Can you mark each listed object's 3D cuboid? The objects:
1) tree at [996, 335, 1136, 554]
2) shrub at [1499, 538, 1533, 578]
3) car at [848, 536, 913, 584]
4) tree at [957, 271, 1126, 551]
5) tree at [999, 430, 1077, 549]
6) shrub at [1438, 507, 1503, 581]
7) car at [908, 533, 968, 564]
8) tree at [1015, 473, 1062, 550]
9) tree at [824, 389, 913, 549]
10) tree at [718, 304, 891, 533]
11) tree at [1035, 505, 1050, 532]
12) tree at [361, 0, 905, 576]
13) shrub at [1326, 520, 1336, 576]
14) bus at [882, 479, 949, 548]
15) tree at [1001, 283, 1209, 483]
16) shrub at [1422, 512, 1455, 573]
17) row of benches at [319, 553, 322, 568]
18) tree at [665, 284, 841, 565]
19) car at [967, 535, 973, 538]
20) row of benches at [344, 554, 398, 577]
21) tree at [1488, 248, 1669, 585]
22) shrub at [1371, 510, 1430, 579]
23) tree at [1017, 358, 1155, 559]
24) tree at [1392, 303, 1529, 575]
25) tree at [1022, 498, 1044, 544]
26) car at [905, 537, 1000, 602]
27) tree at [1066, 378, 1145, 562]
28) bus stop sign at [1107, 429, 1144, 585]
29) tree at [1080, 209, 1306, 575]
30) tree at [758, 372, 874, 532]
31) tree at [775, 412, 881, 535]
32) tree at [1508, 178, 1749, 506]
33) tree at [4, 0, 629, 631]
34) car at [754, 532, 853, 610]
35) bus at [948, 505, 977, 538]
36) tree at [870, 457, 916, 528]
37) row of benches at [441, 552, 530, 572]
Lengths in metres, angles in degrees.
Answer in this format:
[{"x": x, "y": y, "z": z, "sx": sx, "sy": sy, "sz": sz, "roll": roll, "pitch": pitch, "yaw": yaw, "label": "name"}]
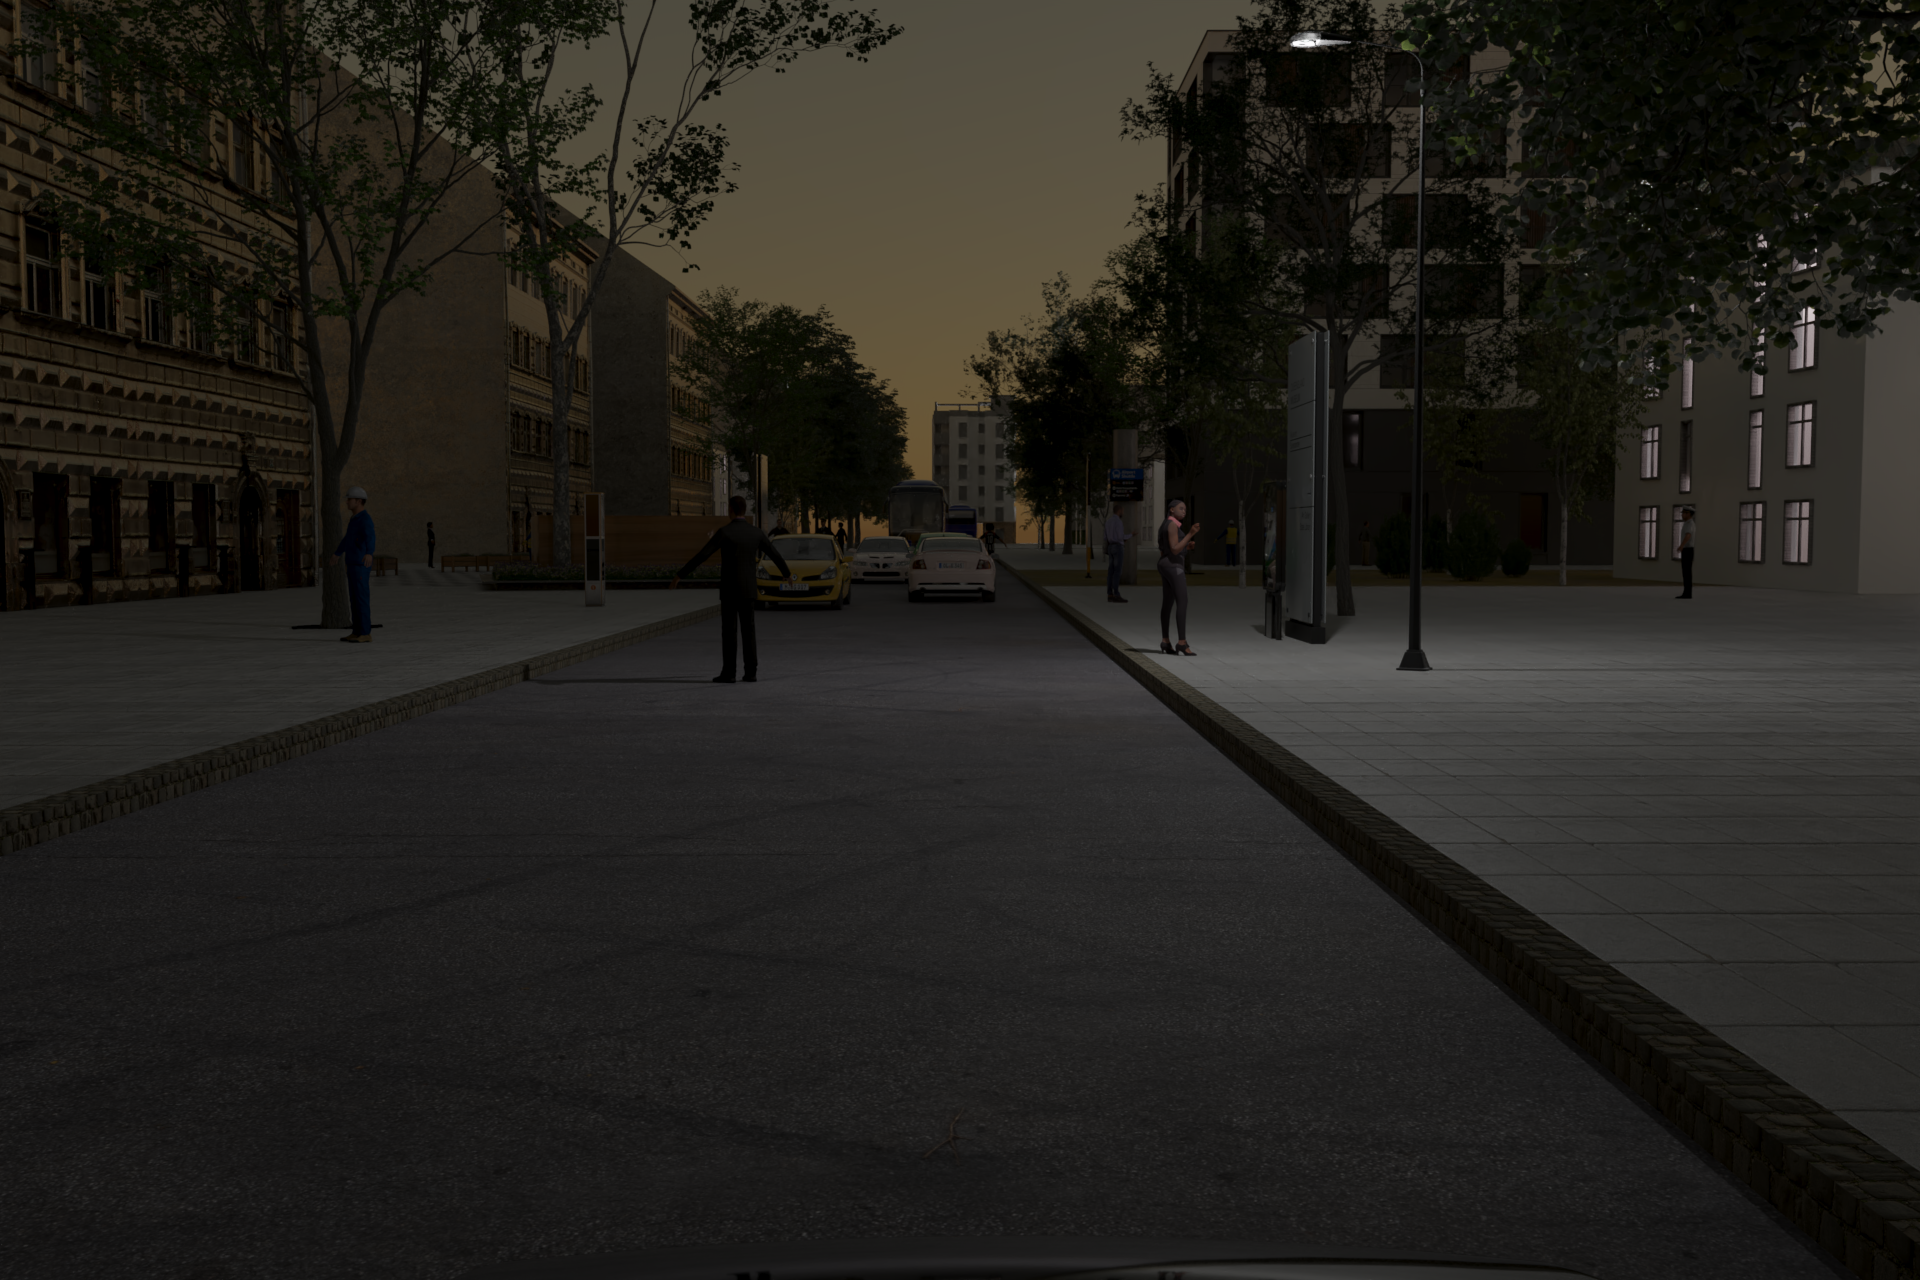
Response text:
[{"x": 6.810, "y": -12.408, "z": 109.524, "sx": 9.857, "sy": 13.997, "sz": 8.962, "roll": 0, "pitch": 3, "yaw": 0, "label": "tree"}, {"x": 16.425, "y": -2.450, "z": 51.167, "sx": 1.383, "sy": 1.207, "sz": 1.383, "roll": 0, "pitch": 3, "yaw": 0, "label": "shrub"}, {"x": -2.254, "y": -2.390, "z": 51.436, "sx": 2.083, "sy": 1.381, "sz": 4.827, "roll": 0, "pitch": 4, "yaw": 0, "label": "car"}, {"x": 6.202, "y": -16.607, "z": 127.419, "sx": 12.611, "sy": 20.169, "sz": 13.585, "roll": 0, "pitch": 3, "yaw": 0, "label": "tree"}, {"x": 7.144, "y": -13.585, "z": 147.877, "sx": 9.928, "sy": 11.665, "sz": 9.643, "roll": 0, "pitch": 3, "yaw": 0, "label": "tree"}, {"x": 13.859, "y": -2.604, "z": 46.998, "sx": 1.690, "sy": 2.028, "sz": 1.600, "roll": 0, "pitch": 3, "yaw": 0, "label": "shrub"}, {"x": -0.438, "y": -2.297, "z": 46.351, "sx": 1.959, "sy": 1.807, "sz": 4.718, "roll": 0, "pitch": 4, "yaw": -1, "label": "car"}, {"x": 6.435, "y": -11.693, "z": 141.535, "sx": 4.737, "sy": 8.622, "sz": 4.395, "roll": 0, "pitch": 3, "yaw": 0, "label": "tree"}, {"x": -8.927, "y": -14.810, "z": 148.801, "sx": 9.857, "sy": 13.997, "sz": 8.962, "roll": 0, "pitch": 3, "yaw": 0, "label": "tree"}, {"x": -8.597, "y": -11.508, "z": 94.809, "sx": 9.857, "sy": 13.997, "sz": 8.962, "roll": 0, "pitch": 3, "yaw": 0, "label": "tree"}, {"x": 12.272, "y": -17.606, "z": 238.213, "sx": 4.737, "sy": 8.622, "sz": 4.395, "roll": 0, "pitch": 3, "yaw": 0, "label": "tree"}, {"x": -8.044, "y": -11.200, "z": 39.015, "sx": 12.611, "sy": 20.169, "sz": 13.585, "roll": 0, "pitch": 3, "yaw": 0, "label": "tree"}, {"x": 9.879, "y": -2.727, "z": 48.632, "sx": 1.661, "sy": 2.075, "sz": 1.752, "roll": 0, "pitch": 3, "yaw": 0, "label": "shrub"}, {"x": -1.908, "y": -5.514, "z": 81.695, "sx": 2.896, "sy": 3.916, "sz": 12.251, "roll": 0, "pitch": 4, "yaw": 0, "label": "bus"}, {"x": 5.827, "y": -7.961, "z": 64.568, "sx": 7.601, "sy": 10.594, "sz": 8.767, "roll": 2, "pitch": 4, "yaw": 34, "label": "tree"}, {"x": 15.806, "y": -3.241, "z": 57.411, "sx": 1.690, "sy": 2.028, "sz": 1.600, "roll": 0, "pitch": 3, "yaw": 0, "label": "shrub"}, {"x": -22.190, "y": -2.487, "z": 56.127, "sx": 4.104, "sy": 0.672, "sz": 1.422, "roll": -1, "pitch": 4, "yaw": -21, "label": "row of benches"}, {"x": -8.606, "y": -9.000, "z": 72.897, "sx": 9.928, "sy": 11.665, "sz": 9.643, "roll": 0, "pitch": 3, "yaw": 0, "label": "tree"}, {"x": -0.113, "y": -3.557, "z": 70.167, "sx": 2.014, "sy": 1.417, "sz": 4.499, "roll": 0, "pitch": 4, "yaw": -1, "label": "car"}, {"x": -17.890, "y": -2.229, "z": 51.903, "sx": 1.422, "sy": 0.672, "sz": 4.104, "roll": 0, "pitch": 4, "yaw": 5, "label": "row of benches"}, {"x": 15.329, "y": -5.670, "z": 43.060, "sx": 4.737, "sy": 8.622, "sz": 4.395, "roll": 0, "pitch": 3, "yaw": 0, "label": "tree"}, {"x": 12.705, "y": -2.786, "z": 49.979, "sx": 1.690, "sy": 2.028, "sz": 1.600, "roll": 0, "pitch": 3, "yaw": 0, "label": "shrub"}, {"x": 6.339, "y": -9.375, "z": 87.701, "sx": 7.601, "sy": 10.594, "sz": 8.767, "roll": 0, "pitch": 4, "yaw": 7, "label": "tree"}, {"x": 15.395, "y": -6.340, "z": 54.022, "sx": 4.737, "sy": 8.622, "sz": 4.395, "roll": 0, "pitch": 3, "yaw": 0, "label": "tree"}, {"x": 11.027, "y": -17.298, "z": 233.180, "sx": 4.360, "sy": 8.622, "sz": 3.978, "roll": 0, "pitch": 3, "yaw": 0, "label": "tree"}, {"x": -0.166, "y": -1.553, "z": 37.756, "sx": 2.083, "sy": 1.381, "sz": 4.827, "roll": 0, "pitch": 4, "yaw": 0, "label": "car"}, {"x": 6.524, "y": -7.858, "z": 78.835, "sx": 4.360, "sy": 8.622, "sz": 3.978, "roll": 0, "pitch": 3, "yaw": 0, "label": "tree"}, {"x": 4.177, "y": -3.350, "z": 43.787, "sx": 0.837, "sy": 3.901, "sz": 0.837, "roll": 0, "pitch": 4, "yaw": 0, "label": "bus stop sign"}, {"x": 7.354, "y": -7.897, "z": 54.870, "sx": 9.928, "sy": 11.665, "sz": 9.643, "roll": 0, "pitch": 3, "yaw": 0, "label": "tree"}, {"x": -8.839, "y": -10.990, "z": 105.440, "sx": 9.928, "sy": 11.665, "sz": 9.643, "roll": 0, "pitch": 3, "yaw": 0, "label": "tree"}, {"x": -8.843, "y": -11.604, "z": 115.474, "sx": 9.928, "sy": 11.665, "sz": 9.643, "roll": 0, "pitch": 3, "yaw": 0, "label": "tree"}, {"x": 23.725, "y": -9.362, "z": 59.723, "sx": 9.857, "sy": 13.997, "sz": 8.962, "roll": 0, "pitch": 3, "yaw": 0, "label": "tree"}, {"x": -8.423, "y": -5.969, "z": 23.348, "sx": 9.928, "sy": 11.665, "sz": 9.643, "roll": 0, "pitch": 3, "yaw": 0, "label": "tree"}, {"x": -3.060, "y": -1.443, "z": 33.815, "sx": 2.015, "sy": 1.641, "sz": 3.980, "roll": 0, "pitch": 4, "yaw": 0, "label": "car"}, {"x": 0.021, "y": -9.552, "z": 147.714, "sx": 2.896, "sy": 3.916, "sz": 12.251, "roll": 0, "pitch": 4, "yaw": -1, "label": "bus"}, {"x": -8.839, "y": -19.407, "z": 235.432, "sx": 7.486, "sy": 12.596, "sz": 7.792, "roll": 0, "pitch": 3, "yaw": 0, "label": "tree"}, {"x": -15.979, "y": -2.704, "z": 59.666, "sx": 1.422, "sy": 0.672, "sz": 4.104, "roll": 3, "pitch": 4, "yaw": 36, "label": "row of benches"}]
